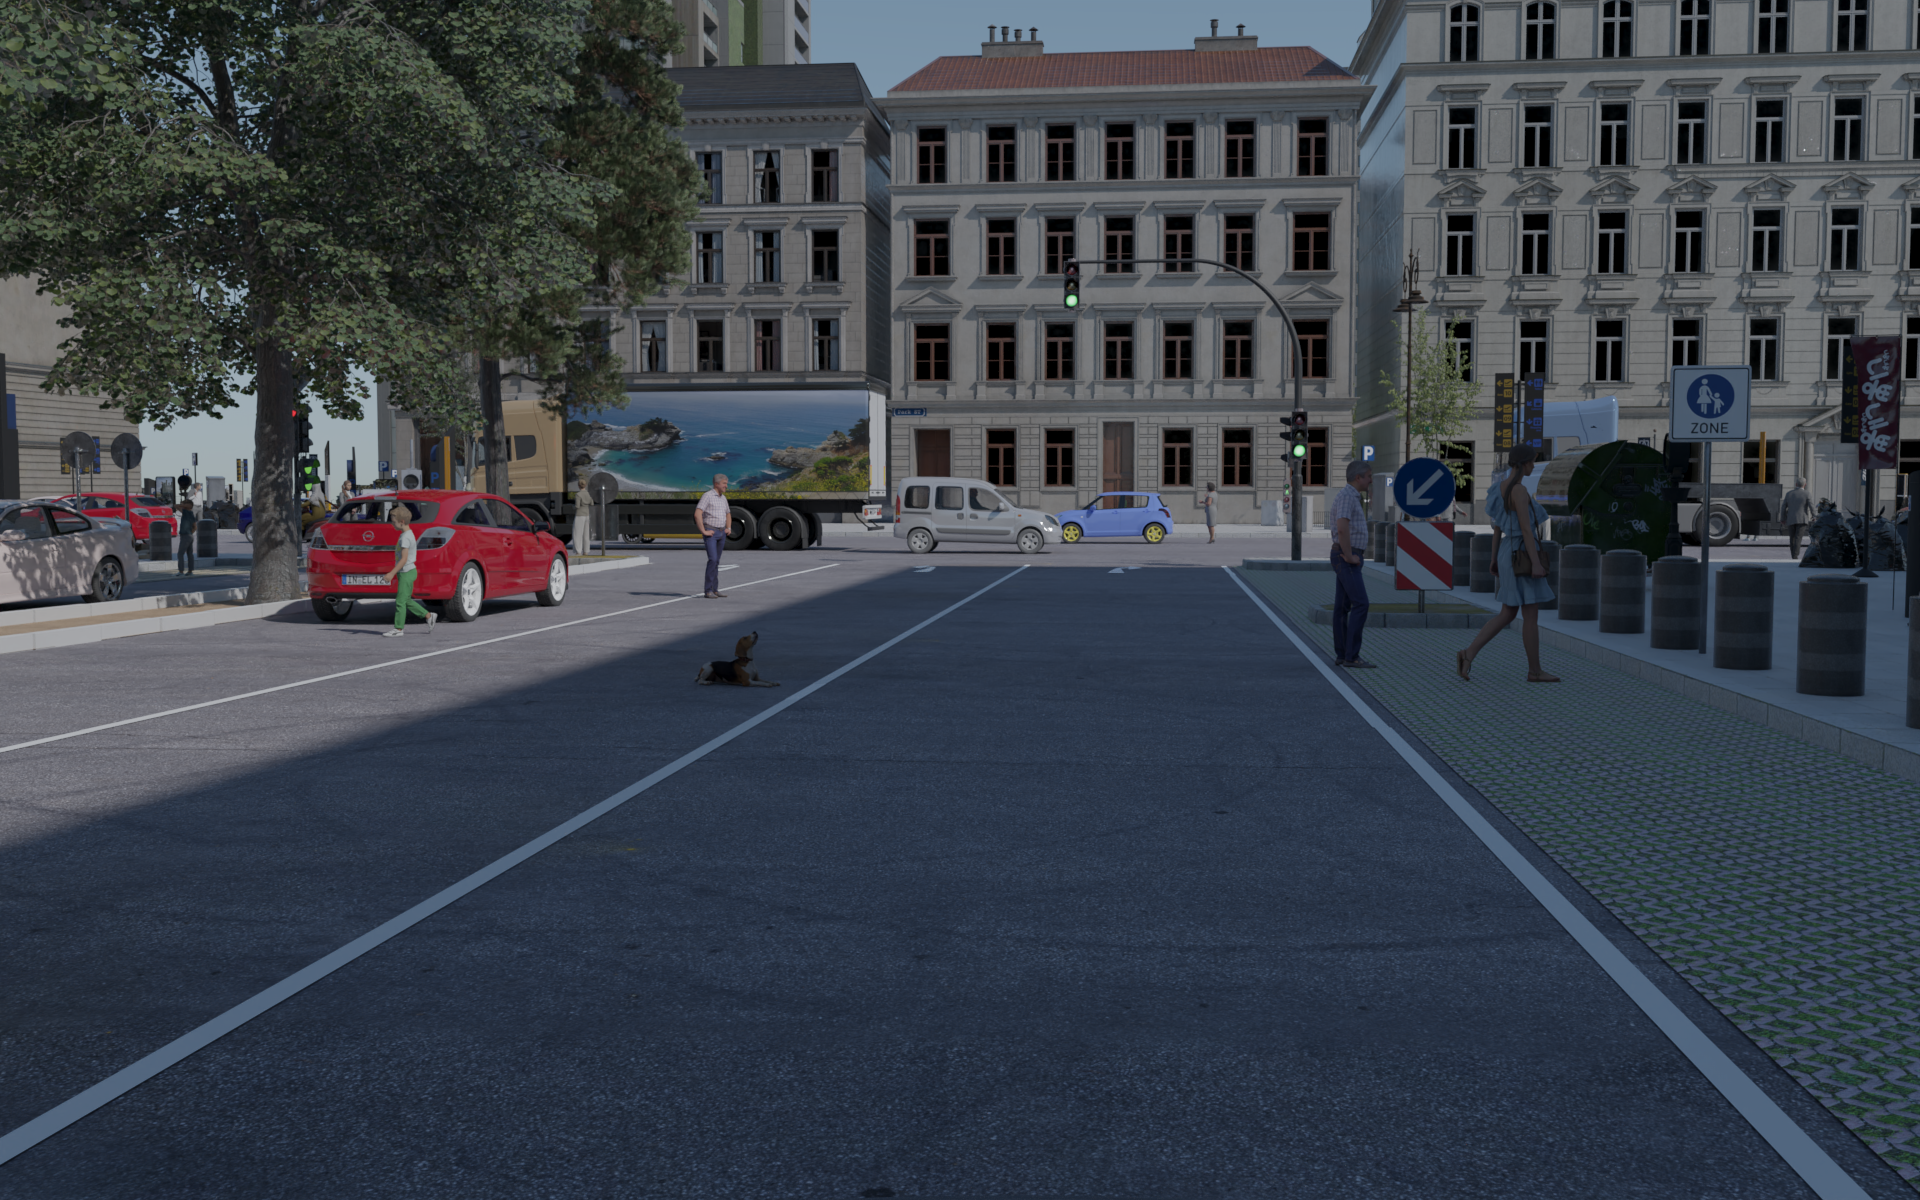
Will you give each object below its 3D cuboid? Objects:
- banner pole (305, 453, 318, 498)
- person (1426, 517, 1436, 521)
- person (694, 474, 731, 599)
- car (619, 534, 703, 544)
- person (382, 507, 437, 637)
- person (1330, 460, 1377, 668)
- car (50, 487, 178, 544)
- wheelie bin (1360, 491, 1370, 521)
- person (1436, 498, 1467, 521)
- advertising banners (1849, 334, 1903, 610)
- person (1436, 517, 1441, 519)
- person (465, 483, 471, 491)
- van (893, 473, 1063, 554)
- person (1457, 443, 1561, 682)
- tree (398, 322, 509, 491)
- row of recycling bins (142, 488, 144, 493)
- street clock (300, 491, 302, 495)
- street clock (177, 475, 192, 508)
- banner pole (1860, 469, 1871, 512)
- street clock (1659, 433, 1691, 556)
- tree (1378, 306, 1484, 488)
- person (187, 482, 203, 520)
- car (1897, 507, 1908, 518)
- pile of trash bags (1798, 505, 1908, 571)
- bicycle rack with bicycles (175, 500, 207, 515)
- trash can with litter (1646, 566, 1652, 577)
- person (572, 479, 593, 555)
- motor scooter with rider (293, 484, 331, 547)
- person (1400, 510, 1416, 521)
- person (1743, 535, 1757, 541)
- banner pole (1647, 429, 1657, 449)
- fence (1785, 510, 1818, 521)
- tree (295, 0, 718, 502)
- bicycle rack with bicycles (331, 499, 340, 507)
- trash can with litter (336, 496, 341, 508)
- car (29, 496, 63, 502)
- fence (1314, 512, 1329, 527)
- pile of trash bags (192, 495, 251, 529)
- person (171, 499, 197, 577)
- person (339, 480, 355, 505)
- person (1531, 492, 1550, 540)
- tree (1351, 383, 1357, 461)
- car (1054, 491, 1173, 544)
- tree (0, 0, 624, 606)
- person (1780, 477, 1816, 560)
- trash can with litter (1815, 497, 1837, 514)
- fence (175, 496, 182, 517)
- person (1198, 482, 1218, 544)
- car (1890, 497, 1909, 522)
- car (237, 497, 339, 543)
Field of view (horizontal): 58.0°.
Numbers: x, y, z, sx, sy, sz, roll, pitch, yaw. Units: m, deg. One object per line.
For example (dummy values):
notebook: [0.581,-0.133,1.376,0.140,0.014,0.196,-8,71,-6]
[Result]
banner pole: [-35.578,-6.417,94.927,0.863,3.779,0.401,-2,4,-34]
person: [11.078,-1.851,41.027,0.388,1.546,0.482,3,4,37]
person: [-3.351,-0.890,23.991,0.436,1.711,0.756,3,4,37]
car: [-7.923,-2.440,50.124,3.980,1.641,2.015,0,4,6]
person: [-5.568,-0.292,17.517,0.590,1.304,0.306,-3,5,-40]
person: [3.296,-0.304,14.411,0.436,1.711,0.756,1,4,22]
car: [-22.713,-2.196,44.951,4.494,1.783,2.155,0,4,4]
wheelie bin: [15.008,-3.509,65.287,0.693,1.594,0.980,2,4,33]
person: [12.257,-2.124,43.502,0.850,1.792,0.678,3,5,40]
advertising banners: [10.795,-1.388,18.885,2.074,3.025,0.090,1,4,17]
person: [14.491,-2.665,52.779,0.576,1.737,0.504,1,4,12]
person: [-16.257,-2.975,57.332,0.537,1.800,0.526,0,4,5]
van: [0.448,-2.147,42.107,4.112,2.044,2.013,0,4,5]
person: [4.176,-0.273,13.053,0.778,1.811,0.616,0,4,1]
tree: [-20.698,-7.401,71.368,4.360,8.622,3.978,0,3,0]
row of recycling bins: [-56.851,-6.850,119.103,1.069,1.692,3.534,2,4,26]
street clock: [-47.939,-7.414,125.783,0.358,2.002,0.471,-1,4,-9]
street clock: [-29.183,-3.711,65.246,0.471,2.002,0.358,0,4,-4]
banner pole: [32.773,-4.441,62.622,0.863,3.779,0.401,-3,4,-37]
street clock: [8.466,-0.976,20.523,0.358,2.002,0.471,1,4,13]
tree: [18.250,-7.123,66.816,4.737,8.622,4.395,0,3,0]
person: [-26.009,-3.074,58.861,0.850,1.850,0.679,1,4,18]
car: [26.228,-2.109,43.160,5.304,1.827,2.281,0,4,8]
pile of trash bags: [15.979,-1.194,29.281,1.912,1.369,3.447,-1,4,-20]
bicycle rack with bicycles: [-44.018,-5.382,101.375,2.925,0.926,2.852,0,4,2]
trash can with litter: [10.532,-0.995,27.321,1.678,1.210,2.233,3,5,43]
person: [-8.390,-1.795,38.397,0.362,1.759,0.519,3,5,39]
motor scooter with rider: [-16.167,-2.075,42.892,1.986,1.779,0.876,0,4,7]
person: [13.188,-2.299,51.102,0.505,1.210,0.382,1,4,12]
person: [24.340,-2.616,53.077,0.589,1.601,0.330,0,4,-3]
banner pole: [26.539,-4.699,66.845,0.863,3.779,0.401,3,4,36]
fence: [31.893,-3.029,64.900,2.069,0.683,0.278,0,4,-2]
tree: [-8.422,-7.410,31.028,7.806,13.903,7.818,0,3,0]
bicycle rack with bicycles: [-43.778,-6.424,118.409,2.852,0.926,2.925,2,4,33]
trash can with litter: [-45.055,-7.041,126.503,1.055,1.170,0.624,2,4,24]
car: [-28.512,-2.639,55.513,4.827,1.381,2.083,0,4,8]
fence: [12.464,-2.674,59.093,2.069,0.683,0.278,-1,4,-9]
pile of trash bags: [-26.763,-3.328,64.165,1.912,1.369,3.447,1,4,15]
person: [-13.483,-1.080,30.074,0.340,1.345,0.435,0,4,-5]
person: [-15.817,-2.222,45.109,0.573,1.790,0.520,1,4,15]
person: [11.691,-1.569,34.695,0.519,1.759,0.362,3,4,37]
tree: [24.343,-9.601,107.334,4.737,8.622,4.395,0,3,0]
car: [4.354,-2.496,50.402,3.694,1.707,1.945,0,4,5]
tree: [-8.725,-6.885,21.686,9.857,13.997,8.962,0,3,0]
person: [17.466,-1.661,36.057,0.661,1.777,0.834,3,4,38]
trash can with litter: [30.202,-2.965,59.870,1.055,1.170,0.624,0,4,5]
fence: [-44.346,-5.237,96.832,2.264,1.192,0.480,1,4,19]
person: [7.206,-2.524,50.131,0.532,1.782,0.716,2,4,27]
car: [30.787,-2.644,53.018,4.222,1.686,2.009,0,4,5]
car: [-19.076,-2.344,50.898,3.894,1.354,1.945,0,4,8]
